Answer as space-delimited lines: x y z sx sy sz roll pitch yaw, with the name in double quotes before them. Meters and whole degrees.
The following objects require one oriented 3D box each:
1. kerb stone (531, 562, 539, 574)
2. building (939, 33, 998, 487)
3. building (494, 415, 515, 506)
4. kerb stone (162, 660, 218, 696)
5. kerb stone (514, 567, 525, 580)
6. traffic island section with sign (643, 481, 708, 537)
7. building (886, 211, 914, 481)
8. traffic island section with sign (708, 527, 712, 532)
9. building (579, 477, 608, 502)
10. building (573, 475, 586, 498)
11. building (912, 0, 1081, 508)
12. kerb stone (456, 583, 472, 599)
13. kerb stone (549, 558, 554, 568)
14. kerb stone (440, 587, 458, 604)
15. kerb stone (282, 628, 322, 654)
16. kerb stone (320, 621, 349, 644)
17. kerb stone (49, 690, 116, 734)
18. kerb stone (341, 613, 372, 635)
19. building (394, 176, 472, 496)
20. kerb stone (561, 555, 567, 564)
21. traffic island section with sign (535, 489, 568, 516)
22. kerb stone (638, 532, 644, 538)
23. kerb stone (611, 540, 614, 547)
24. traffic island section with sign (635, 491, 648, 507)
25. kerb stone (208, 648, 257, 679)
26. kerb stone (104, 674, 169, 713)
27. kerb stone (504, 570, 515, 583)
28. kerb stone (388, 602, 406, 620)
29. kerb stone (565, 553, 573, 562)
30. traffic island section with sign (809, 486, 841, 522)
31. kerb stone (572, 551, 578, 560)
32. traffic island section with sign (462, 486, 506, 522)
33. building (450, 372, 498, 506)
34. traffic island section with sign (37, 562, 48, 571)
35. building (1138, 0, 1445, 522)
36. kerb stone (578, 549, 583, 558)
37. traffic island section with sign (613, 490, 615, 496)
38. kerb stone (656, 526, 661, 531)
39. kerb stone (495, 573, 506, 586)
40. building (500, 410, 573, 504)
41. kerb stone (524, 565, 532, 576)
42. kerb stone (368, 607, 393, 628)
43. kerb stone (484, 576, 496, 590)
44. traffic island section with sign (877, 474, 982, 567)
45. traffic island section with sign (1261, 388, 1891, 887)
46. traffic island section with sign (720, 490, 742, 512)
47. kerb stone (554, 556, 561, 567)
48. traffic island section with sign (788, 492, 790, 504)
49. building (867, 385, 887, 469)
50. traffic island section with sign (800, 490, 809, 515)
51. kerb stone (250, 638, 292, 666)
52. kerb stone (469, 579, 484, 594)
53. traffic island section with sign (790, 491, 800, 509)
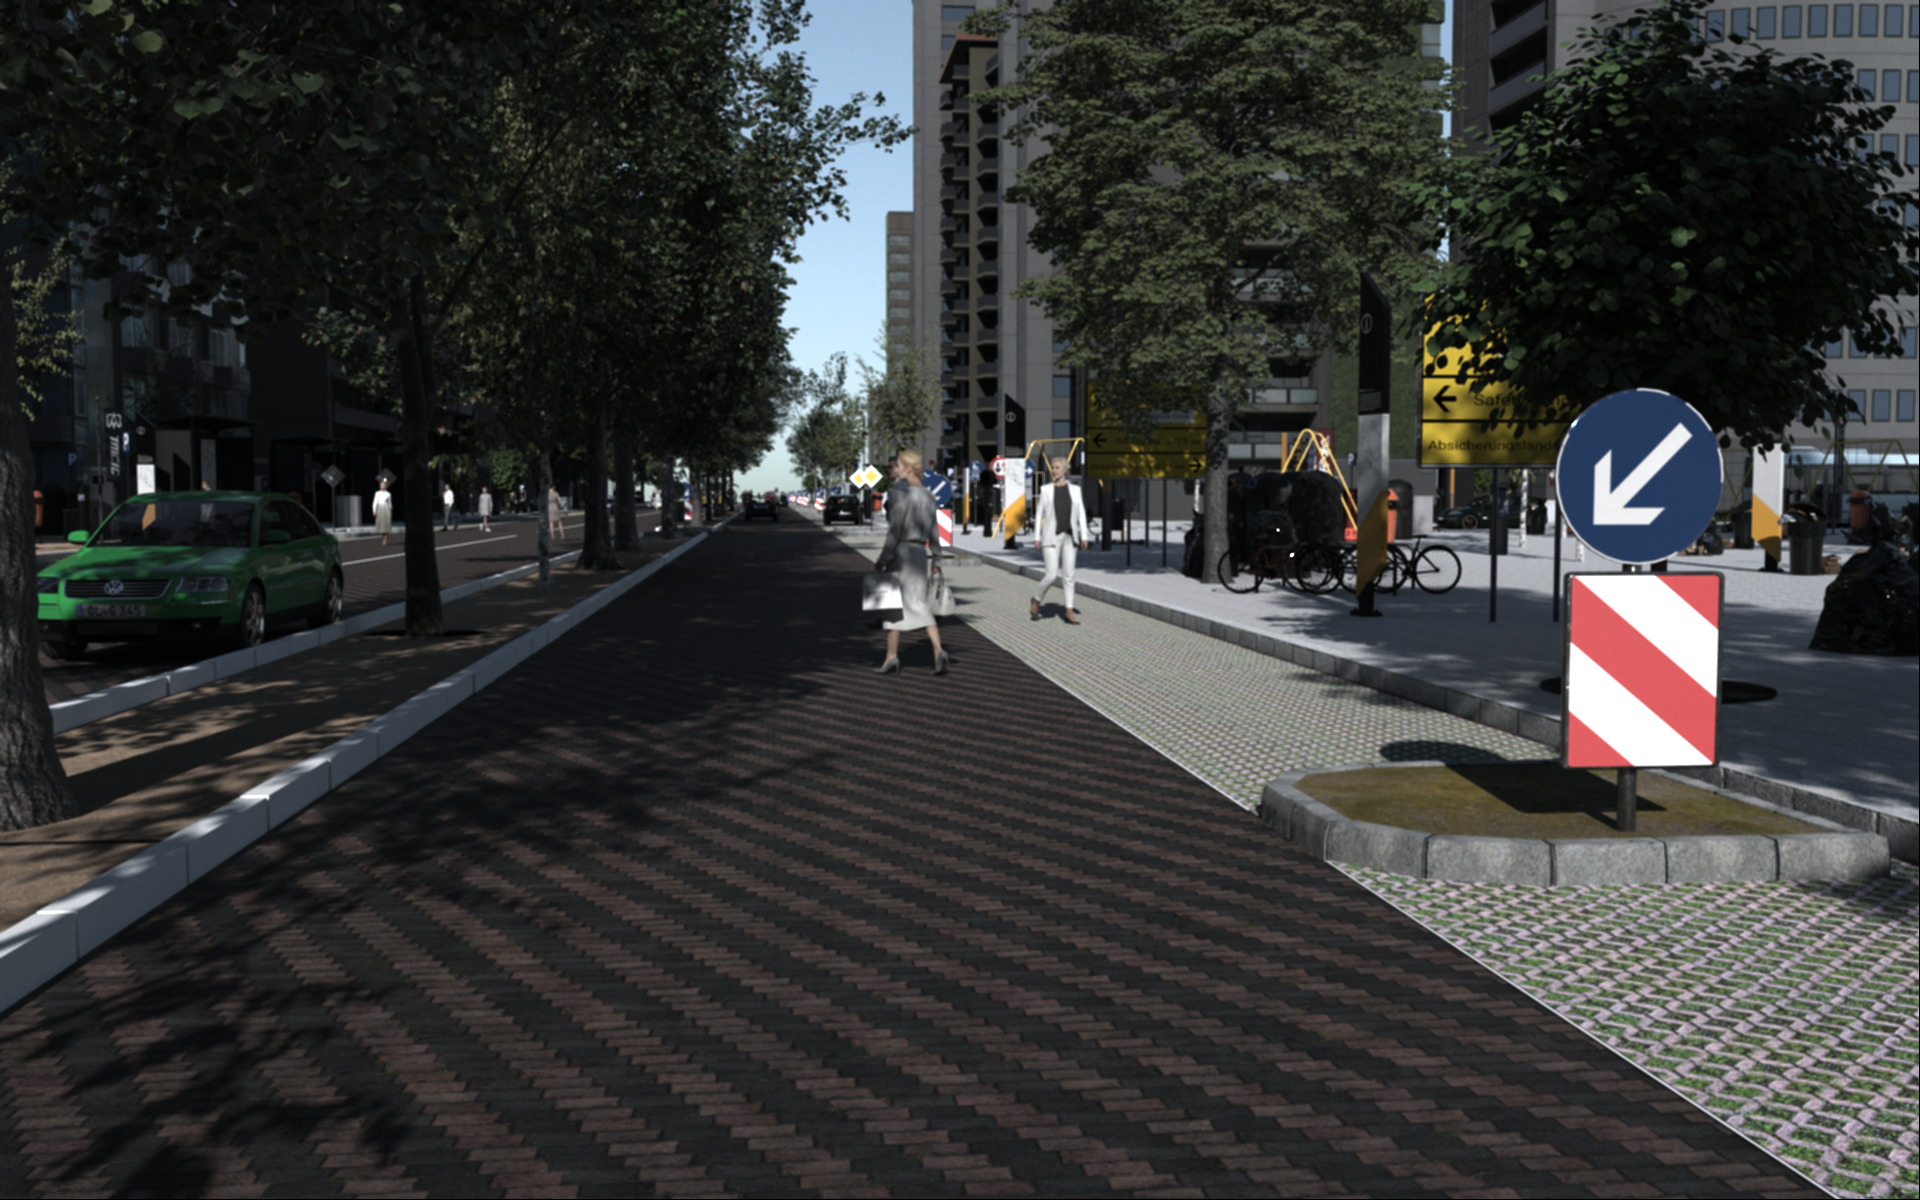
"kerb stone" -7.705 -0.542 31.053 0.120 0.150 1.000 0 4 -6
"building" 9.538 -31.263 165.774 22.147 44.769 28.867 0 4 -6
"building" -59.238 -45.856 187.998 20.563 71.187 20.611 0 4 -6
"kerb stone" -5.692 0.585 12.713 0.120 0.150 1.000 0 4 -6
"kerb stone" -7.468 -0.417 29.012 0.120 0.150 1.000 0 4 -6
"traffic island section with sign" -9.716 -3.107 58.934 2.006 1.907 1.989 0 4 -6
"building" -3.857 -34.802 252.604 14.154 41.232 14.086 0 4 -6
"traffic island section with sign" -10.512 -3.557 66.298 2.006 1.907 1.989 0 4 -6
"building" -65.393 -36.638 282.620 14.154 41.232 14.086 0 4 -6
"building" -69.034 -39.143 259.589 23.786 49.044 30.456 0 4 -6
"building" 5.288 -39.851 193.565 21.231 58.520 28.212 0 4 -6
"kerb stone" -6.922 -0.104 23.905 0.120 0.150 1.000 0 4 -6
"kerb stone" -7.927 -0.665 33.098 0.120 0.150 1.000 0 4 -6
"kerb stone" -6.816 -0.042 22.888 0.120 0.150 1.000 0 4 -6
"kerb stone" -6.030 0.393 15.774 0.120 0.150 1.000 0 4 -6
"kerb stone" -6.137 0.339 16.791 0.120 0.150 1.000 0 4 -6
"kerb stone" -5.475 0.704 10.679 0.120 0.150 1.000 0 4 -6
"kerb stone" -6.247 0.268 17.807 0.120 0.150 1.000 0 4 -6
"building" -58.160 -34.314 150.270 28.713 52.752 27.495 0 4 -6
"kerb stone" -8.144 -0.786 35.142 0.120 0.150 1.000 0 4 -6
"traffic island section with sign" -27.110 -6.505 114.992 1.989 1.847 2.006 0 4 -6
"kerb stone" -10.604 -2.162 57.551 0.120 0.150 1.000 0 4 -6
"kerb stone" -9.594 -1.595 48.388 0.120 0.150 1.000 0 4 -6
"traffic island section with sign" -35.417 -11.152 190.956 1.989 1.847 2.006 0 4 -6
"kerb stone" -5.804 0.518 13.733 0.120 0.150 1.000 0 4 -6
"kerb stone" -5.594 0.643 11.695 0.120 0.150 1.000 0 4 -6
"kerb stone" -7.363 -0.354 27.986 0.120 0.150 1.000 0 4 -6
"kerb stone" -6.479 0.145 19.839 0.120 0.150 1.000 0 4 -6
"kerb stone" -8.252 -0.852 36.164 0.120 0.150 1.000 0 4 -6
"traffic island section with sign" -6.543 -4.889 88.558 1.989 1.847 2.006 0 4 -6
"kerb stone" -8.367 -0.915 37.180 0.120 0.150 1.000 0 4 -6
"traffic island section with sign" -24.164 -4.859 88.065 1.989 1.847 2.006 0 4 -6
"building" -54.326 -31.911 171.847 14.600 45.320 14.200 0 4 -6
"traffic island section with sign" -17.994 -1.417 31.793 1.989 1.847 2.006 0 4 -6
"building" 14.405 -24.543 84.869 14.086 41.232 14.154 0 4 -6
"kerb stone" -8.480 -0.979 38.196 0.120 0.150 1.000 0 4 -6
"traffic island section with sign" -32.434 -9.487 163.741 1.989 1.847 2.006 0 4 -6
"kerb stone" -11.783 -2.815 68.270 0.120 0.150 1.000 0 4 -6
"kerb stone" -7.245 -0.289 26.970 0.120 0.150 1.000 0 4 -6
"building" -61.455 -33.927 238.292 14.154 41.232 14.086 0 4 -6
"kerb stone" -7.590 -0.480 30.037 0.120 0.150 1.000 0 4 -6
"kerb stone" -6.362 0.206 18.823 0.120 0.150 1.000 0 4 -6
"kerb stone" -7.137 -0.229 25.947 0.120 0.150 1.000 0 4 -6
"traffic island section with sign" -0.661 -1.602 34.829 1.989 1.847 2.006 0 4 -6
"traffic island section with sign" 2.357 0.084 7.250 1.989 1.847 2.006 0 4 -6
"traffic island section with sign" -18.694 -8.126 140.992 2.006 1.907 1.989 0 4 -6
"kerb stone" -8.030 -0.729 34.115 0.120 0.150 1.000 0 4 -6
"traffic island section with sign" -18.027 -11.313 193.587 1.989 1.847 2.006 0 4 -6
"building" -0.901 -27.177 289.389 27.650 21.520 28.899 0 4 -6
"traffic island section with sign" -9.544 -6.566 115.982 1.989 1.847 2.006 0 4 -6
"kerb stone" -5.912 0.458 14.749 0.120 0.150 1.000 0 4 -6
"kerb stone" -7.037 -0.167 24.921 0.120 0.150 1.000 0 4 -6
"traffic island section with sign" -14.992 -9.620 165.914 1.989 1.847 2.006 0 4 -6
